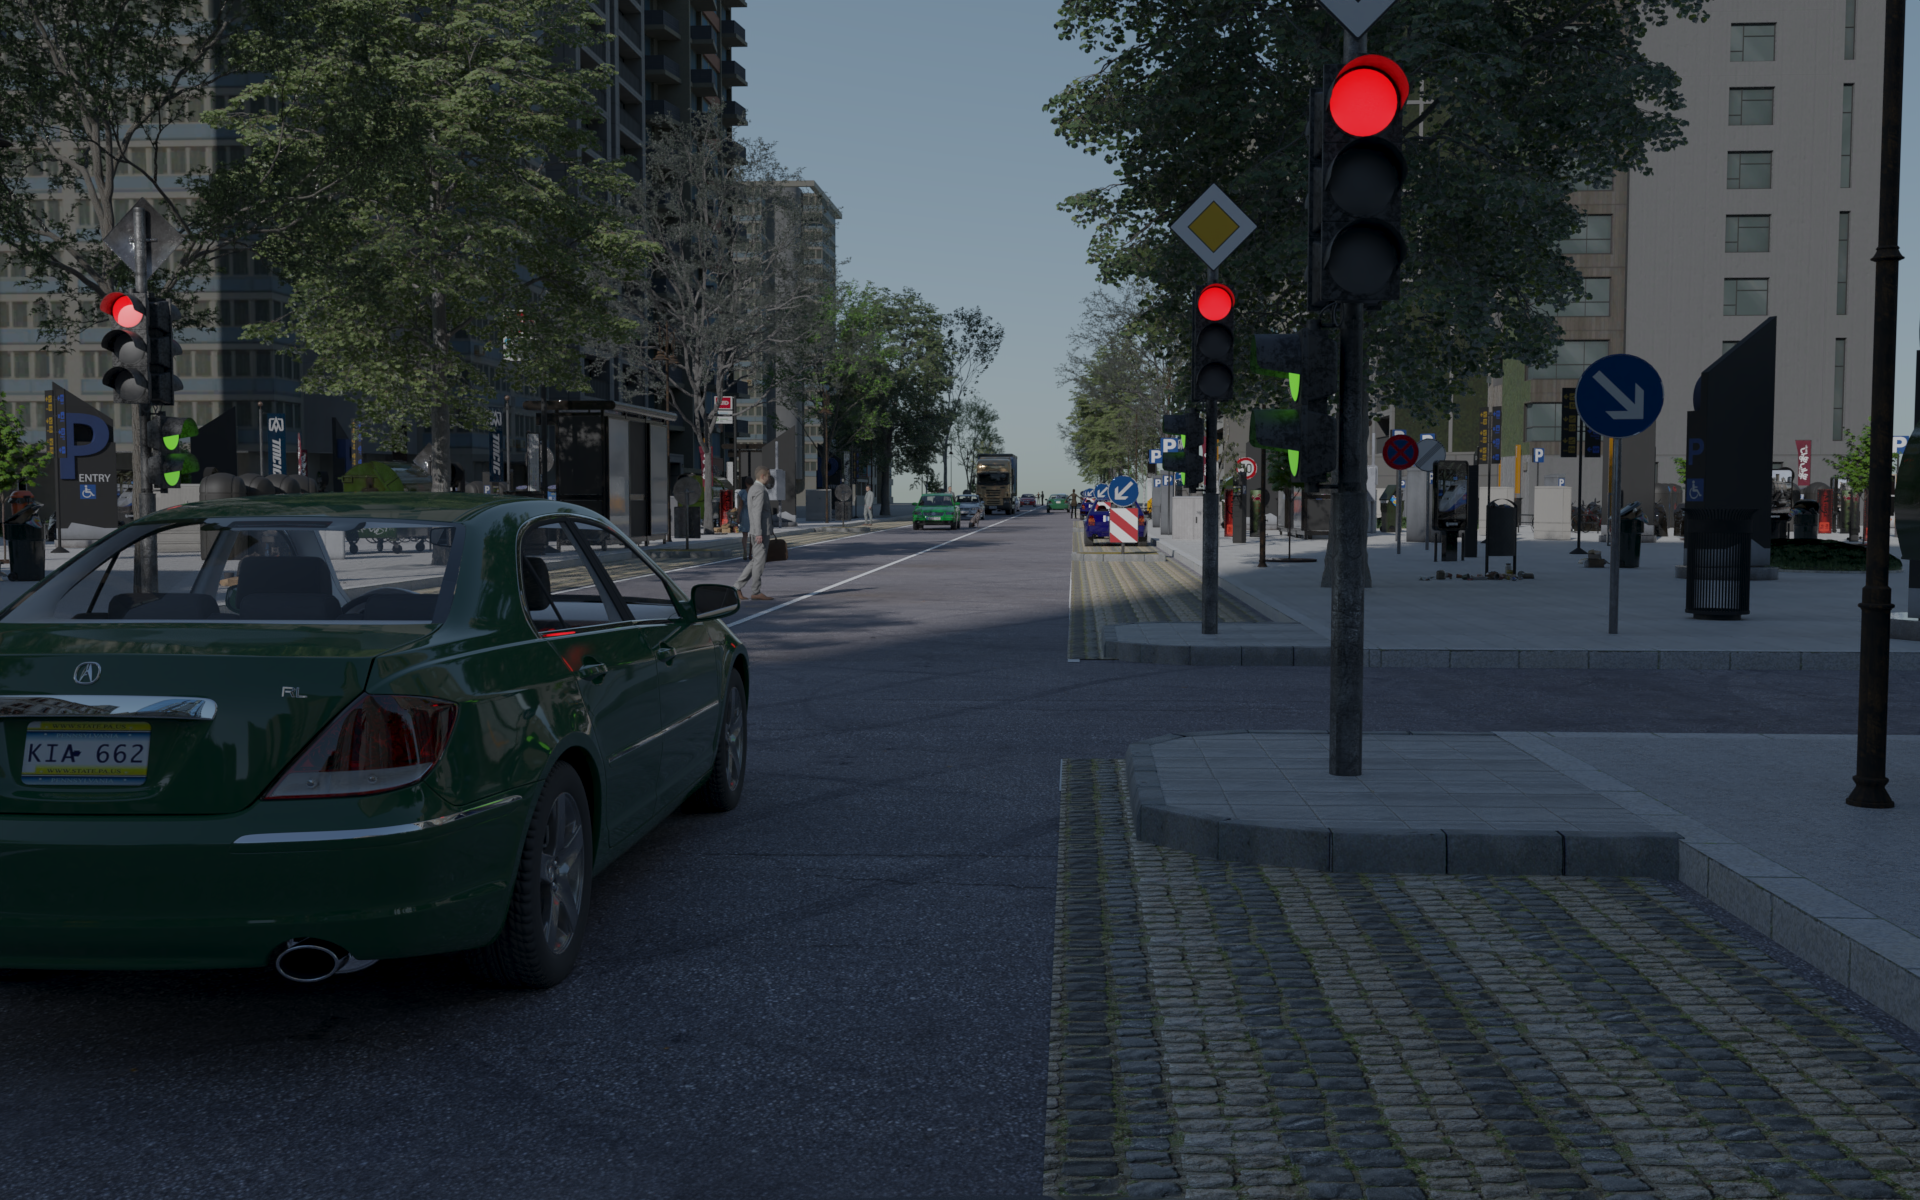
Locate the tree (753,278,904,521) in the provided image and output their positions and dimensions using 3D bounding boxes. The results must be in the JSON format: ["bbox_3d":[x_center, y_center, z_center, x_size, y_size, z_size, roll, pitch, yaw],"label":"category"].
[{"bbox_3d":[-6.464,-9.635,83.280,9.928,11.665,9.643,0,3,0],"label":"tree"}]

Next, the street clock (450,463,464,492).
[{"bbox_3d":[-11.664,-2.163,39.930,0.471,2.002,0.358,2,4,34],"label":"street clock"}]

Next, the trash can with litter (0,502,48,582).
[{"bbox_3d":[-13.999,-0.861,25.460,1.055,1.170,0.624,-1,4,-13],"label":"trash can with litter"}]

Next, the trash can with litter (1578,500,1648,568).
[{"bbox_3d":[11.354,-1.145,30.113,1.055,1.170,0.624,0,4,5],"label":"trash can with litter"}]

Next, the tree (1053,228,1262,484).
[{"bbox_3d":[9.411,-10.285,78.536,12.009,13.543,11.850,0,3,0],"label":"tree"}]

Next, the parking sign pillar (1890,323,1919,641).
[{"bbox_3d":[8.959,-1.644,15.352,1.447,3.967,1.447,-3,4,-38],"label":"parking sign pillar"}]

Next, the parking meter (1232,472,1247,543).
[{"bbox_3d":[7.276,-2.407,45.073,0.255,1.863,0.399,2,4,32],"label":"parking meter"}]

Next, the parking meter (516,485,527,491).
[{"bbox_3d":[-12.756,-2.574,50.504,0.372,1.533,0.369,0,3,0],"label":"parking meter"}]

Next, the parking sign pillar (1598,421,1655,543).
[{"bbox_3d":[17.798,-3.523,46.075,1.447,3.967,1.447,2,4,25],"label":"parking sign pillar"}]

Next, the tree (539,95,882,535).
[{"bbox_3d":[-7.952,-8.794,54.157,12.009,13.543,11.850,0,3,0],"label":"tree"}]

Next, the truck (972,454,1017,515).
[{"bbox_3d":[2.593,-8.140,121.995,2.839,4.237,11.283,0,4,4],"label":"truck"}]

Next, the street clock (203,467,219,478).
[{"bbox_3d":[-20.135,-2.573,46.642,0.358,2.002,0.471,0,4,2],"label":"street clock"}]

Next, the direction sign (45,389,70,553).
[{"bbox_3d":[-19.629,-2.793,37.665,0.876,3.537,0.379,3,4,37],"label":"direction sign"}]

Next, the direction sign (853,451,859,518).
[{"bbox_3d":[-5.479,-6.063,91.125,0.379,3.537,0.876,1,4,14],"label":"direction sign"}]

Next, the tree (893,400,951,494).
[{"bbox_3d":[-2.672,-10.821,127.281,4.360,8.622,3.978,0,3,0],"label":"tree"}]

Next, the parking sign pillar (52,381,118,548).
[{"bbox_3d":[-21.114,-3.263,41.819,1.447,3.967,1.447,-2,4,-34],"label":"parking sign pillar"}]

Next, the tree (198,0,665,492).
[{"bbox_3d":[-9.164,-6.879,30.598,7.486,12.596,7.792,0,3,0],"label":"tree"}]

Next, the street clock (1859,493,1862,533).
[{"bbox_3d":[29.689,-3.228,57.342,0.358,2.002,0.471,-2,4,-24],"label":"street clock"}]

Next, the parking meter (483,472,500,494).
[{"bbox_3d":[-12.311,-2.434,45.503,0.399,1.863,0.255,2,4,31],"label":"parking meter"}]

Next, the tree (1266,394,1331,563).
[{"bbox_3d":[6.180,-2.331,32.714,1.663,3.219,1.824,0,3,0],"label":"tree"}]

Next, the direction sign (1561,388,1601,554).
[{"bbox_3d":[13.235,-2.749,36.950,0.876,3.537,0.379,0,4,-6],"label":"direction sign"}]

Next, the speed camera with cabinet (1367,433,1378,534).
[{"bbox_3d":[13.418,-3.832,56.983,0.660,3.252,2.038,1,4,15],"label":"speed camera with cabinet"}]

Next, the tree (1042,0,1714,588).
[{"bbox_3d":[5.307,-7.154,23.622,9.857,13.997,8.962,0,3,0],"label":"tree"}]

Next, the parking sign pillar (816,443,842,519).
[{"bbox_3d":[-6.870,-6.264,90.892,1.447,3.967,1.447,1,4,9],"label":"parking sign pillar"}]

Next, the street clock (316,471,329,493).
[{"bbox_3d":[-19.953,-3.039,54.265,0.358,2.002,0.471,-3,5,-40],"label":"street clock"}]

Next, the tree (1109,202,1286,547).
[{"bbox_3d":[5.990,-5.570,41.430,4.360,8.622,3.978,0,3,0],"label":"tree"}]

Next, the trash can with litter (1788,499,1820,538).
[{"bbox_3d":[18.509,-1.629,38.016,0.624,1.170,1.055,2,4,24],"label":"trash can with litter"}]

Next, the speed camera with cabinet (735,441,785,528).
[{"bbox_3d":[-7.558,-4.345,65.380,2.038,3.252,0.660,2,4,33],"label":"speed camera with cabinet"}]

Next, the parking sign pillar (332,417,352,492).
[{"bbox_3d":[-21.760,-4.463,61.435,1.447,3.967,1.447,0,4,4],"label":"parking sign pillar"}]

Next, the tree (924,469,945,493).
[{"bbox_3d":[-2.151,-8.444,132.660,1.663,3.219,1.824,0,3,0],"label":"tree"}]

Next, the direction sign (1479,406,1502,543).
[{"bbox_3d":[13.741,-3.239,44.959,0.379,3.537,0.876,-1,4,-19],"label":"direction sign"}]

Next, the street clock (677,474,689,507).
[{"bbox_3d":[-9.923,-3.527,62.233,0.471,2.002,0.358,-1,4,-10],"label":"street clock"}]

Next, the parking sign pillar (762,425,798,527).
[{"bbox_3d":[-7.093,-4.858,67.904,1.447,3.967,1.447,0,4,0],"label":"parking sign pillar"}]

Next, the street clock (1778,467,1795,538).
[{"bbox_3d":[21.987,-2.549,46.244,0.471,2.002,0.358,1,4,12],"label":"street clock"}]

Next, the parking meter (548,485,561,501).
[{"bbox_3d":[-11.046,-2.372,47.195,0.372,1.533,0.369,0,3,0],"label":"parking meter"}]

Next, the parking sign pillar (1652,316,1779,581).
[{"bbox_3d":[11.659,-2.310,26.235,1.447,3.967,1.447,-1,4,-20],"label":"parking sign pillar"}]

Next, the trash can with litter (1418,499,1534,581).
[{"bbox_3d":[7.804,-0.928,26.236,2.233,1.210,1.678,-1,4,-19],"label":"trash can with litter"}]

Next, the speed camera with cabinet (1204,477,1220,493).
[{"bbox_3d":[12.961,-5.637,86.507,0.660,3.252,2.038,-2,4,-25],"label":"speed camera with cabinet"}]

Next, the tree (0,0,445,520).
[{"bbox_3d":[-10.436,-5.378,22.342,8.767,10.594,7.601,1,4,8],"label":"tree"}]

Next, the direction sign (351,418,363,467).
[{"bbox_3d":[-17.961,-3.647,51.631,0.379,3.537,0.876,-3,4,-37],"label":"direction sign"}]

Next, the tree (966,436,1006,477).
[{"bbox_3d":[4.269,-19.254,249.217,7.601,10.594,8.767,1,4,10],"label":"tree"}]

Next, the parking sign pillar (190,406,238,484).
[{"bbox_3d":[-22.760,-3.939,52.876,1.447,3.967,1.447,-1,4,-20],"label":"parking sign pillar"}]

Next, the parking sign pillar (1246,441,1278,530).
[{"bbox_3d":[10.866,-4.482,61.746,1.447,3.967,1.447,2,4,23],"label":"parking sign pillar"}]

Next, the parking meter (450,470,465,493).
[{"bbox_3d":[-12.041,-2.182,41.387,0.399,1.863,0.255,1,4,20],"label":"parking meter"}]

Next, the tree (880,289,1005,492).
[{"bbox_3d":[-2.530,-18.640,160.658,12.611,20.169,13.585,0,3,0],"label":"tree"}]

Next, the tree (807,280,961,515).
[{"bbox_3d":[-4.463,-12.123,104.868,9.857,13.997,8.962,0,3,0],"label":"tree"}]
